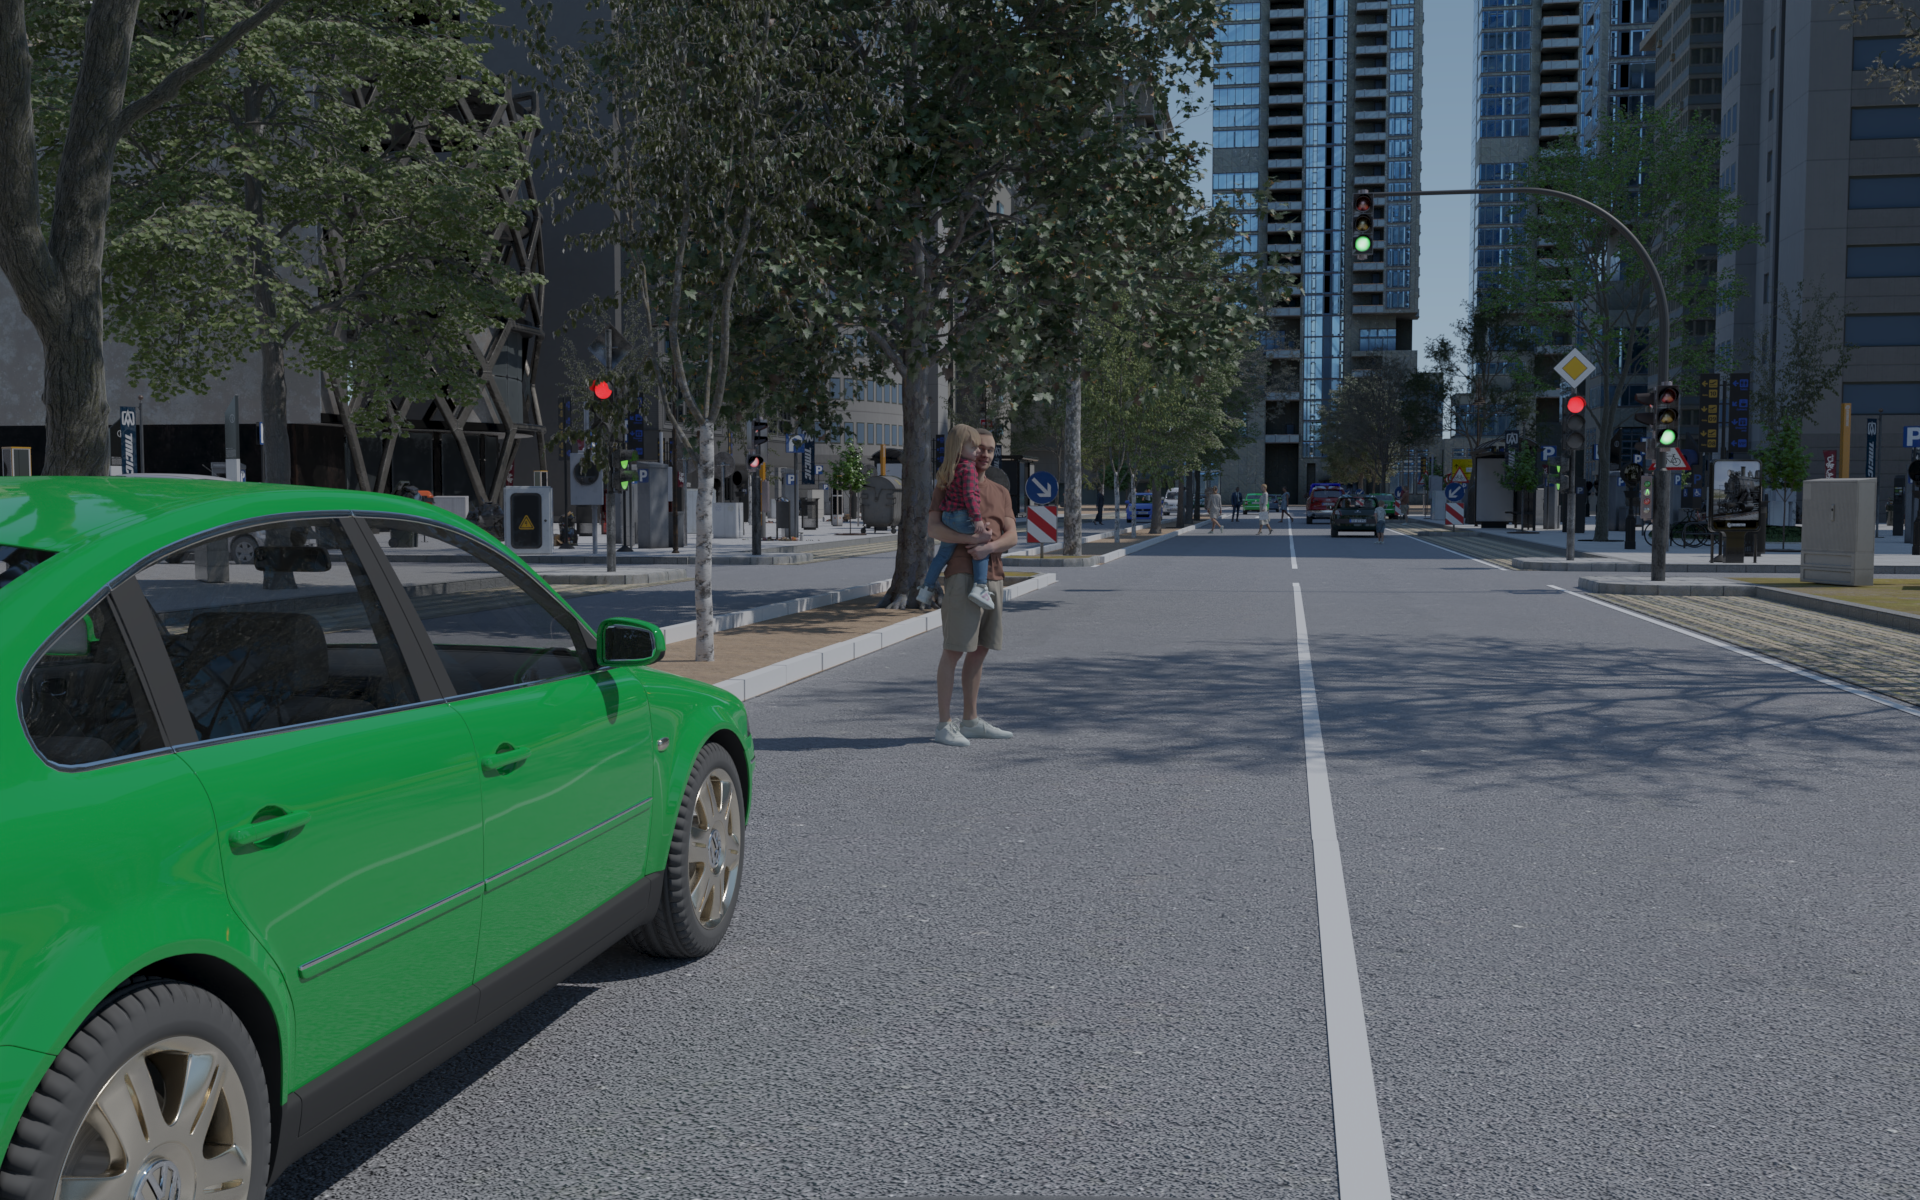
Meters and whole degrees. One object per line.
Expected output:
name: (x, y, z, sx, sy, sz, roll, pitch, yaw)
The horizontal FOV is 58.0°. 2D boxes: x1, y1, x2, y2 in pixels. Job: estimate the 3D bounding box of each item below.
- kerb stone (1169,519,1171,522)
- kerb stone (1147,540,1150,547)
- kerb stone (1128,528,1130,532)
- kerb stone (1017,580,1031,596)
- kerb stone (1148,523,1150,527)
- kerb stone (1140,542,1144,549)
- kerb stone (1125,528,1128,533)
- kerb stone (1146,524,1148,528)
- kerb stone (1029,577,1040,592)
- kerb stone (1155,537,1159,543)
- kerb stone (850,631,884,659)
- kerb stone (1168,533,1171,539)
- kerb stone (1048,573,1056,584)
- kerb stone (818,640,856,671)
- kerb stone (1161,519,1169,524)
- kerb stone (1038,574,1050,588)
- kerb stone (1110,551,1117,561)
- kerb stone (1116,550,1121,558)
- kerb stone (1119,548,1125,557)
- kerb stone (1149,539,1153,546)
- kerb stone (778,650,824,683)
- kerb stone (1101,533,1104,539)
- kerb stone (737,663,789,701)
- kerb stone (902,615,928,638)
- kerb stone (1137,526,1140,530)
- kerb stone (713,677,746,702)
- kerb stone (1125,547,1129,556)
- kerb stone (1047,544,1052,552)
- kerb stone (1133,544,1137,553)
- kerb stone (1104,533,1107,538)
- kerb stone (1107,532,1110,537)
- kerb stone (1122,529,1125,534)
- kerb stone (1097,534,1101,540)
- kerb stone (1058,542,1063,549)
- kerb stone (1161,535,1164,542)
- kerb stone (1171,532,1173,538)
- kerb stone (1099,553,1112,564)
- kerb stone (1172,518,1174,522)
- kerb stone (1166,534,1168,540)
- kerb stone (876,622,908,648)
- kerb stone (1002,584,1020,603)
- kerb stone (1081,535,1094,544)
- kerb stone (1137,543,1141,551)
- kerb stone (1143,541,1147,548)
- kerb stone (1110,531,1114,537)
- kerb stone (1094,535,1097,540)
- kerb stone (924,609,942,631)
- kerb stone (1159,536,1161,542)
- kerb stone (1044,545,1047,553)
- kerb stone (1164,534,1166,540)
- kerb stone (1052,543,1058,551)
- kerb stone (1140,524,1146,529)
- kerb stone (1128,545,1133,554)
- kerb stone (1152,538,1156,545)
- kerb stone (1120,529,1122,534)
kerb stone: (10.254, -3.895, 85.931, 0.120, 0.150, 1.000, 1, 4, 11)
kerb stone: (4.908, -1.471, 46.248, 0.120, 0.150, 1.000, 1, 4, 11)
kerb stone: (6.074, -2.542, 63.762, 0.120, 0.150, 1.000, 1, 4, 11)
kerb stone: (0.834, -0.146, 24.579, 0.120, 0.150, 1.000, 1, 4, 11)
kerb stone: (7.781, -3.097, 72.826, 0.120, 0.150, 1.000, 1, 4, 11)
kerb stone: (4.532, -1.348, 44.238, 0.120, 0.150, 1.000, 1, 4, 11)
kerb stone: (5.883, -2.479, 62.743, 0.120, 0.150, 1.000, 1, 4, 11)
kerb stone: (7.592, -3.035, 71.820, 0.120, 0.150, 1.000, 1, 4, 11)
kerb stone: (1.017, -0.205, 25.585, 0.120, 0.150, 1.000, 1, 4, 11)
kerb stone: (5.478, -1.655, 49.261, 0.120, 0.150, 1.000, 1, 4, 11)
kerb stone: (-0.878, 0.413, 15.505, 0.120, 0.150, 1.000, 1, 4, 11)
kerb stone: (6.428, -1.963, 54.297, 0.120, 0.150, 1.000, 1, 4, 11)
kerb stone: (1.400, -0.327, 27.594, 0.120, 0.150, 1.000, 1, 4, 11)
kerb stone: (-1.072, 0.471, 14.498, 0.120, 0.150, 1.000, 1, 4, 11)
kerb stone: (10.054, -3.836, 84.919, 0.120, 0.150, 1.000, 1, 4, 11)
kerb stone: (1.211, -0.269, 26.588, 0.120, 0.150, 1.000, 1, 4, 11)
kerb stone: (3.202, -0.915, 37.167, 0.120, 0.150, 1.000, 1, 4, 11)
kerb stone: (3.385, -0.977, 38.179, 0.120, 0.150, 1.000, 1, 4, 11)
kerb stone: (3.578, -1.040, 39.193, 0.120, 0.150, 1.000, 1, 4, 11)
kerb stone: (5.098, -1.533, 47.252, 0.120, 0.150, 1.000, 1, 4, 11)
kerb stone: (-1.269, 0.532, 13.492, 0.120, 0.150, 1.000, 1, 4, 11)
kerb stone: (4.364, -1.987, 54.684, 0.120, 0.150, 1.000, 1, 4, 11)
kerb stone: (-1.452, 0.594, 12.478, 0.120, 0.150, 1.000, 1, 4, 11)
kerb stone: (-0.508, 0.285, 17.532, 0.120, 0.150, 1.000, 1, 4, 11)
kerb stone: (6.835, -2.786, 67.786, 0.120, 0.150, 1.000, 1, 4, 11)
kerb stone: (-1.643, 0.657, 11.473, 0.120, 0.150, 1.000, 1, 4, 11)
kerb stone: (3.768, -1.102, 40.210, 0.120, 0.150, 1.000, 1, 4, 11)
kerb stone: (2.085, -1.243, 42.587, 0.120, 0.150, 1.000, 1, 4, 11)
kerb stone: (4.154, -1.225, 42.225, 0.120, 0.150, 1.000, 1, 4, 11)
kerb stone: (4.550, -2.049, 55.689, 0.120, 0.150, 1.000, 1, 4, 11)
kerb stone: (4.733, -2.110, 56.695, 0.120, 0.150, 1.000, 1, 4, 11)
kerb stone: (5.698, -2.419, 61.738, 0.120, 0.150, 1.000, 1, 4, 11)
kerb stone: (4.171, -1.925, 53.667, 0.120, 0.150, 1.000, 1, 4, 11)
kerb stone: (2.468, -1.365, 44.596, 0.120, 0.150, 1.000, 1, 4, 11)
kerb stone: (5.858, -1.779, 51.283, 0.120, 0.150, 1.000, 1, 4, 11)
kerb stone: (6.616, -2.025, 55.304, 0.120, 0.150, 1.000, 1, 4, 11)
kerb stone: (3.011, -0.854, 36.163, 0.120, 0.150, 1.000, 1, 4, 11)
kerb stone: (10.627, -4.021, 87.945, 0.120, 0.150, 1.000, 1, 4, 11)
kerb stone: (6.234, -1.900, 53.293, 0.120, 0.150, 1.000, 1, 4, 11)
kerb stone: (-0.686, 0.347, 16.525, 0.120, 0.150, 1.000, 1, 4, 11)
kerb stone: (0.645, -0.084, 23.574, 0.120, 0.150, 1.000, 1, 4, 11)
kerb stone: (3.802, -1.802, 51.656, 0.120, 0.150, 1.000, 1, 4, 11)
kerb stone: (4.350, -1.287, 43.231, 0.120, 0.150, 1.000, 1, 4, 11)
kerb stone: (4.721, -1.401, 45.243, 0.120, 0.150, 1.000, 1, 4, 11)
kerb stone: (4.939, -2.169, 57.704, 0.120, 0.150, 1.000, 1, 4, 11)
kerb stone: (3.983, -1.863, 52.662, 0.120, 0.150, 1.000, 1, 4, 11)
kerb stone: (-0.305, 0.223, 18.544, 0.120, 0.150, 1.000, 1, 4, 11)
kerb stone: (5.668, -1.717, 50.273, 0.120, 0.150, 1.000, 1, 4, 11)
kerb stone: (1.891, -1.186, 41.583, 0.120, 0.150, 1.000, 1, 4, 11)
kerb stone: (6.054, -1.839, 52.287, 0.120, 0.150, 1.000, 1, 4, 11)
kerb stone: (2.276, -1.309, 43.591, 0.120, 0.150, 1.000, 1, 4, 11)
kerb stone: (7.403, -2.967, 70.801, 0.120, 0.150, 1.000, 1, 4, 11)
kerb stone: (3.959, -1.163, 41.219, 0.120, 0.150, 1.000, 1, 4, 11)
kerb stone: (5.289, -1.593, 48.256, 0.120, 0.150, 1.000, 1, 4, 11)
kerb stone: (5.499, -2.357, 60.726, 0.120, 0.150, 1.000, 1, 4, 11)
